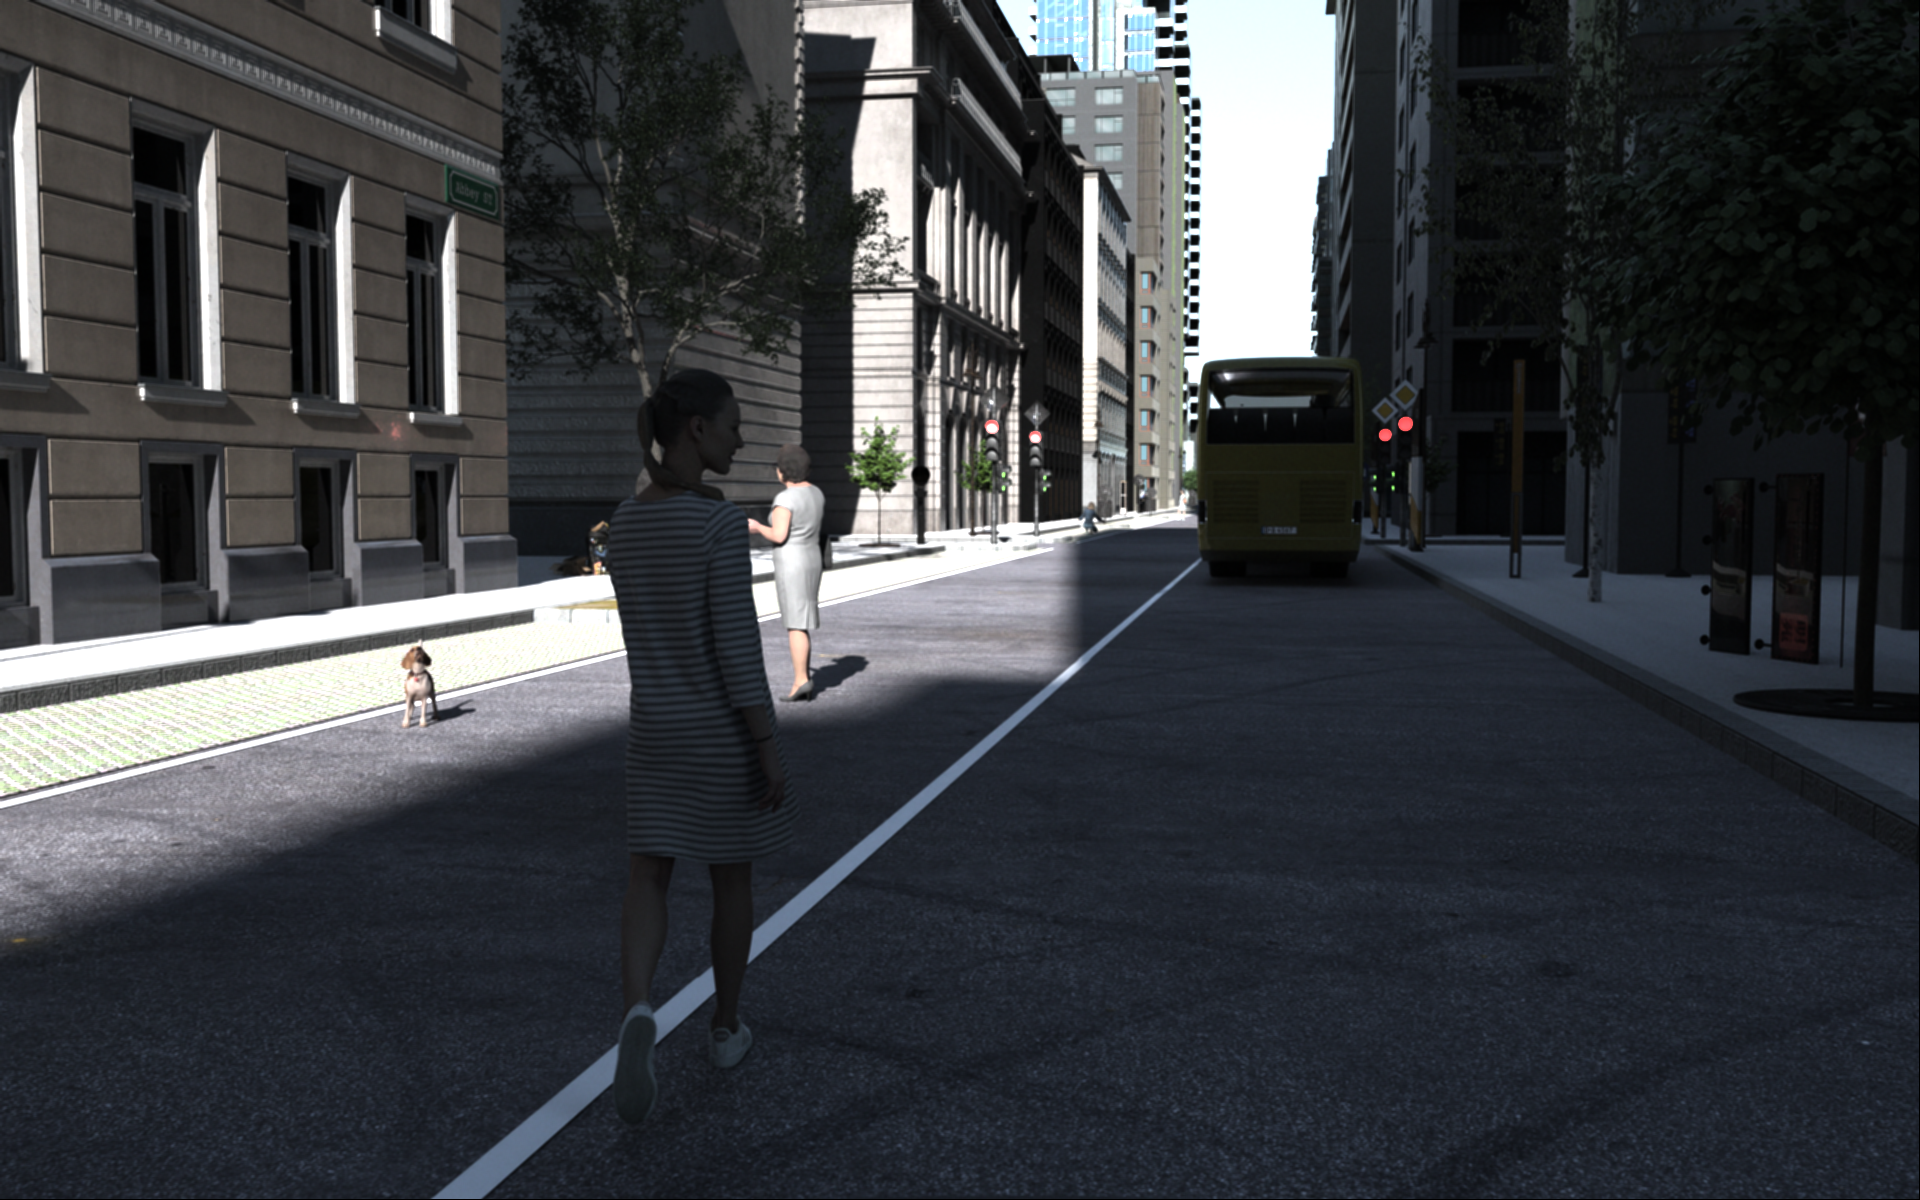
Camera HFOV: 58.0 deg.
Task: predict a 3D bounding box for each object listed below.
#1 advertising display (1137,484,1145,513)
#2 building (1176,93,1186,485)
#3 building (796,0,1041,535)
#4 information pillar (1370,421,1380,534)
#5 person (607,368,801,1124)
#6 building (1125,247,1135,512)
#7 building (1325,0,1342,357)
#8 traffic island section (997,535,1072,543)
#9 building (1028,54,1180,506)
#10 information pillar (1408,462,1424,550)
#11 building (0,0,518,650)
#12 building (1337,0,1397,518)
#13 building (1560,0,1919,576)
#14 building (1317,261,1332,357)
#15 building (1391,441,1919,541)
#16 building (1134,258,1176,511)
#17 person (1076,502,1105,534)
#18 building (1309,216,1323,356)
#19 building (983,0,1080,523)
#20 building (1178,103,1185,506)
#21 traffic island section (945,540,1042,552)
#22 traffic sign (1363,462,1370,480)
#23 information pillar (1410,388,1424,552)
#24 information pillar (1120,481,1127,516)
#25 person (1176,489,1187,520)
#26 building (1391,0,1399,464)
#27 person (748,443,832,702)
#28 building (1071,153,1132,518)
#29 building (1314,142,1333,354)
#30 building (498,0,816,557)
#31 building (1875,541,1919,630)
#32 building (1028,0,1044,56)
[{"bbox_3d":[12.018,-6.728,115.218,0.123,1.923,0.974,2,4,32],"label":"advertising display"},{"bbox_3d":[17.482,-33.109,191.434,14.600,45.320,14.200,1,4,10],"label":"building"},{"bbox_3d":[-5.154,-13.694,65.695,13.314,21.916,24.055,1,4,10],"label":"building"},{"bbox_3d":[13.382,-3.944,55.847,0.183,3.616,0.504,-1,4,-10],"label":"information pillar"},{"bbox_3d":[-0.635,0.312,4.156,0.466,1.731,0.760,0,4,2],"label":"person"},{"bbox_3d":[5.175,-17.684,118.813,12.332,23.373,15.834,1,4,10],"label":"building"},{"bbox_3d":[48.598,-34.947,160.615,28.713,52.752,27.495,1,4,10],"label":"building"},{"bbox_3d":[2.280,-1.824,52.103,2.009,0.180,2.903,1,4,10],"label":"traffic island section"},{"bbox_3d":[12.840,-29.349,163.444,14.154,41.232,14.086,1,4,10],"label":"building"},{"bbox_3d":[10.464,-2.157,39.754,0.304,2.012,0.304,0,4,5],"label":"information pillar"},{"bbox_3d":[-13.925,-13.978,14.442,13.634,28.700,20.117,1,4,10],"label":"building"},{"bbox_3d":[33.547,-29.220,101.456,21.300,48.544,21.600,1,4,10],"label":"building"},{"bbox_3d":[18.633,-21.302,31.887,14.154,41.232,14.086,1,4,10],"label":"building"},{"bbox_3d":[51.163,-27.046,213.905,14.160,30.474,14.107,1,4,10],"label":"building"},{"bbox_3d":[26.486,-38.002,59.584,20.611,71.187,20.563,1,4,10],"label":"building"},{"bbox_3d":[3.097,-18.255,143.501,27.650,21.520,28.899,1,4,10],"label":"building"},{"bbox_3d":[4.596,-2.933,61.955,1.012,1.151,0.738,2,4,24],"label":"person"},{"bbox_3d":[64.692,-37.281,264.168,22.147,44.769,28.867,1,4,10],"label":"building"},{"bbox_3d":[-0.936,-15.623,85.118,12.332,23.373,15.834,1,4,10],"label":"building"},{"bbox_3d":[15.473,-30.193,177.256,14.154,41.232,14.086,1,4,10],"label":"building"},{"bbox_3d":[0.843,-1.344,44.247,2.009,0.180,2.903,1,4,10],"label":"traffic island section"},{"bbox_3d":[15.433,-4.082,66.838,0.768,2.556,0.104,1,4,13],"label":"traffic sign"},{"bbox_3d":[10.187,-2.890,38.612,0.183,3.616,0.504,0,4,-5],"label":"information pillar"},{"bbox_3d":[9.555,-5.908,101.079,0.304,2.012,0.304,2,4,24],"label":"information pillar"},{"bbox_3d":[12.281,-5.265,95.594,0.522,1.701,0.512,3,5,44],"label":"person"},{"bbox_3d":[26.860,-26.078,76.494,14.600,45.320,14.200,1,4,10],"label":"building"},{"bbox_3d":[-1.169,-0.196,12.060,0.532,1.782,0.716,2,4,27],"label":"person"},{"bbox_3d":[4.374,-15.436,101.523,9.793,20.994,18.267,1,4,10],"label":"building"},{"bbox_3d":[59.400,-37.605,234.445,23.786,49.044,30.456,1,4,10],"label":"building"},{"bbox_3d":[-13.962,-12.965,40.852,19.941,23.489,11.050,1,4,10],"label":"building"},{"bbox_3d":[17.199,-34.541,2.993,20.563,71.187,20.611,1,4,10],"label":"building"},{"bbox_3d":[20.149,-55.799,224.976,22.319,86.520,31.000,1,4,10],"label":"building"}]
